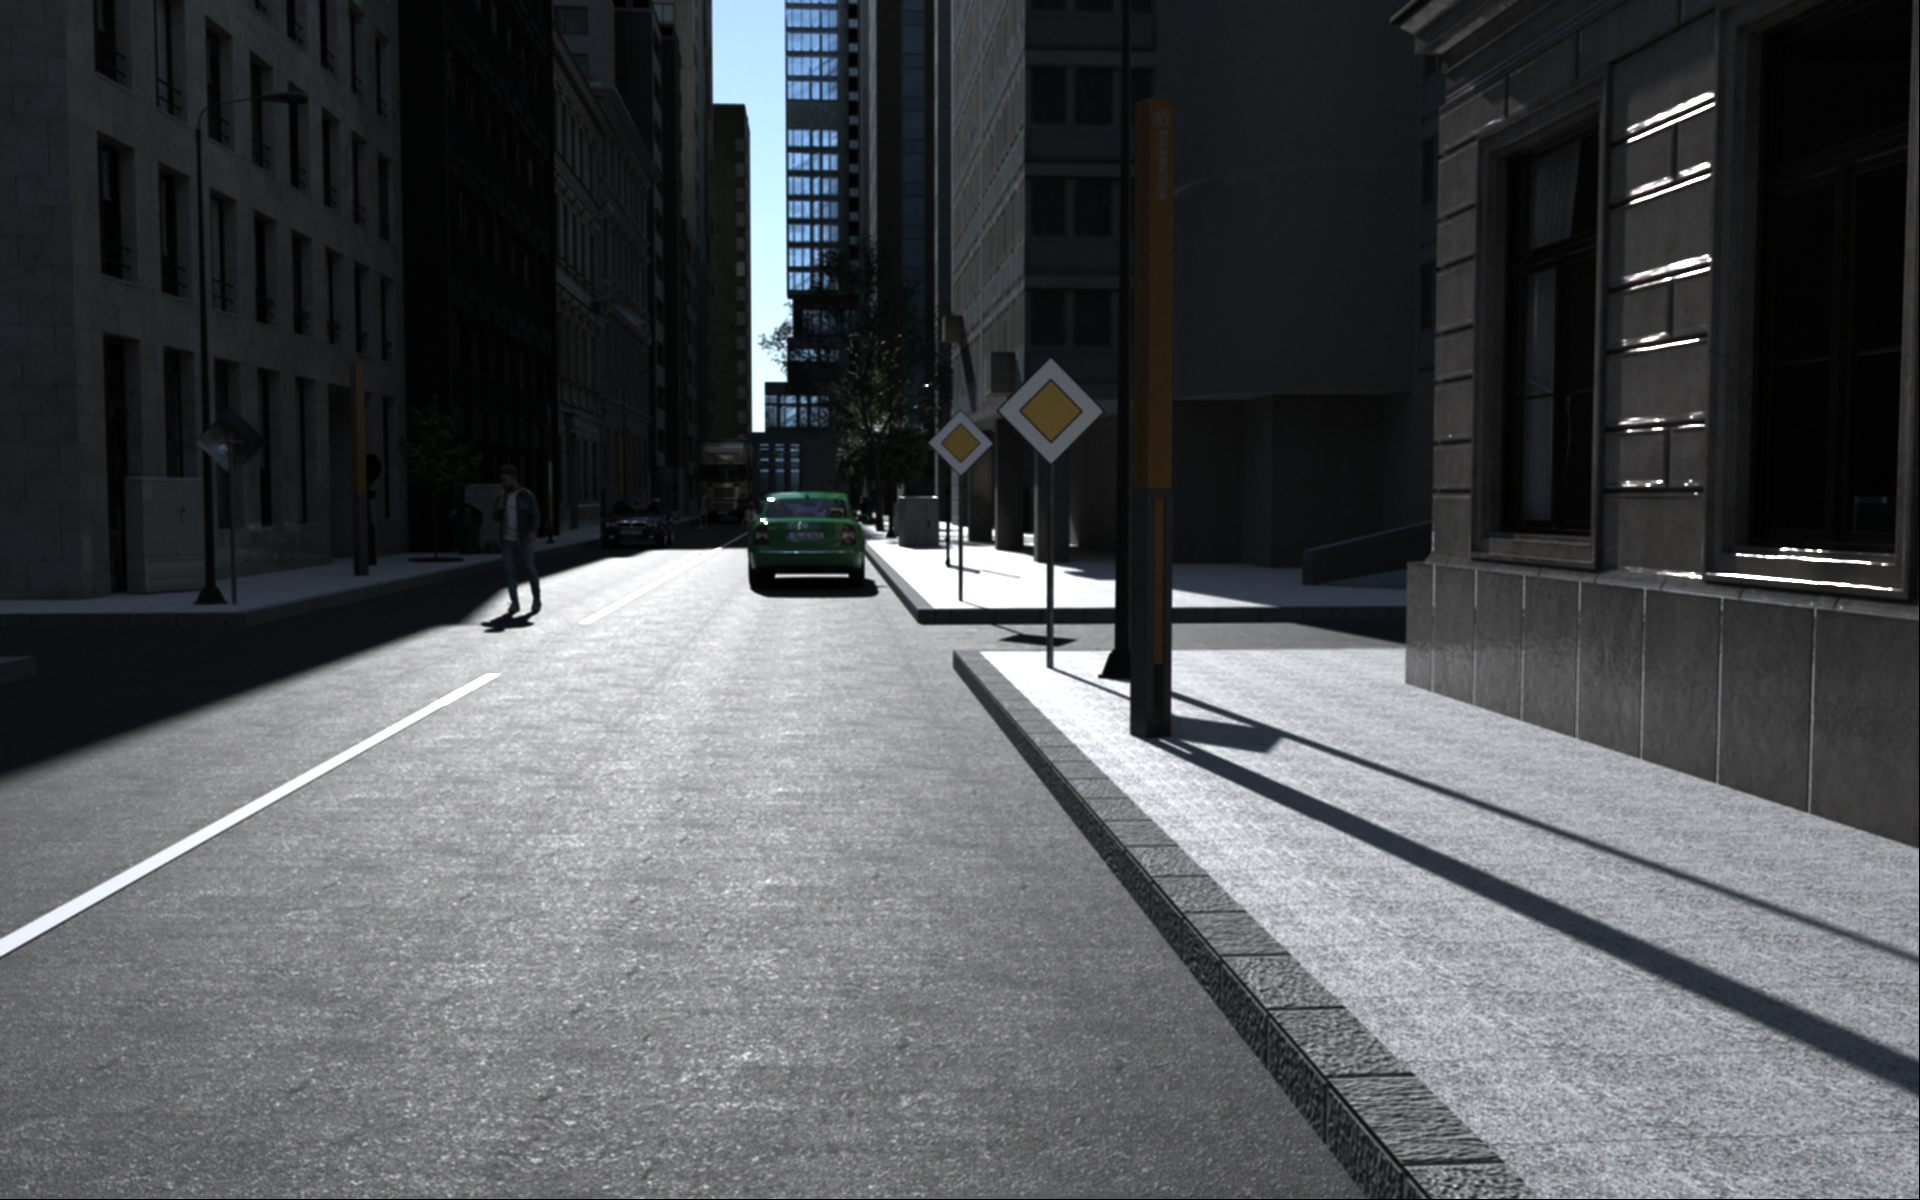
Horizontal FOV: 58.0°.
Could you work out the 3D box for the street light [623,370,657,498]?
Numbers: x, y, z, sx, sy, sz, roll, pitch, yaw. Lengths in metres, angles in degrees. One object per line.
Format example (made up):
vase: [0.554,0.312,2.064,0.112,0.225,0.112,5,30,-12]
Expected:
street light: [-12.024,-5.648,64.878,1.470,5.913,1.316,0,4,-5]

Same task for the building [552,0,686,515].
building: [-23.770,-20.145,101.068,14.160,30.474,14.107,0,4,-5]

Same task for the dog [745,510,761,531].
dog: [-8.160,-3.088,67.320,0.800,0.831,0.513,1,4,9]

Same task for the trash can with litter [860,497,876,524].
trash can with litter: [-3.813,-3.834,74.073,0.624,1.170,1.055,-3,5,-39]

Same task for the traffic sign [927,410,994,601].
traffic sign: [0.006,-1.043,20.696,0.795,2.450,0.064,0,4,-5]

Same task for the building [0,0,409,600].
building: [-16.499,-10.618,28.356,10.420,20.320,16.860,0,4,-5]

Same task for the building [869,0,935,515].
building: [1.365,-28.133,110.086,14.600,45.320,14.200,0,4,-5]

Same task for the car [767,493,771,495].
car: [-15.846,-8.427,147.374,1.945,1.707,3.694,0,4,-4]

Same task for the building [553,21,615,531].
building: [-18.764,-12.082,62.165,10.561,19.102,19.286,0,4,-5]

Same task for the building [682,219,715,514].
building: [-32.126,-16.951,122.190,27.650,21.520,28.899,0,4,-5]

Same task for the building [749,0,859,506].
building: [-7.301,-53.647,189.800,31.000,86.520,22.319,0,4,-5]

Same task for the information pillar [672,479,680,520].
information pillar: [-13.857,-4.890,84.447,0.304,2.012,0.304,0,4,5]

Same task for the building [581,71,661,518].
building: [-20.897,-15.044,82.132,11.583,22.565,21.152,0,4,-5]

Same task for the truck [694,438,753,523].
truck: [-11.984,-6.122,89.011,2.839,4.237,11.283,0,4,-6]

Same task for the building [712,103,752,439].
building: [-29.373,-30.639,184.548,14.086,41.232,14.154,0,4,-5]

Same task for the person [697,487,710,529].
person: [-10.503,-3.763,71.033,0.522,1.701,0.512,0,4,4]

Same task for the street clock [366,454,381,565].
street clock: [-10.671,-1.629,31.210,0.358,2.002,0.471,2,4,30]

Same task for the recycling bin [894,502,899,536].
recycling bin: [-1.627,-2.467,52.887,0.722,1.027,0.722,0,4,6]

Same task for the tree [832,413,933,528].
tree: [-2.558,-5.081,66.782,4.285,4.588,4.351,0,3,0]

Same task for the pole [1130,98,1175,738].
pole: [1.012,-0.933,9.105,0.158,3.312,0.155,0,3,0]

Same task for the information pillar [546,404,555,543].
information pillar: [-10.670,-3.284,45.040,0.183,3.616,0.504,-1,4,-17]

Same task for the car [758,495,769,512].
car: [-15.280,-7.813,140.109,2.083,1.381,4.827,0,4,-5]

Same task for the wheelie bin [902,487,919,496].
wheelie bin: [-2.376,-4.581,82.807,0.980,1.594,0.693,-3,5,-39]

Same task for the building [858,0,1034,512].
building: [1.322,-37.569,156.256,21.231,58.520,28.212,0,4,-5]

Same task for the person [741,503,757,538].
person: [-5.429,-1.905,44.654,0.505,1.210,0.382,1,4,17]

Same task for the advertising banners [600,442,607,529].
advertising banners: [-12.264,-3.877,59.575,0.090,3.025,2.074,-1,4,-16]

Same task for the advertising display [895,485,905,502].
advertising display: [-3.247,-5.399,93.491,0.123,1.923,0.974,2,4,24]

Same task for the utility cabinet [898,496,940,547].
utility cabinet: [-0.997,-1.911,42.404,1.020,1.237,0.306,-2,4,-35]

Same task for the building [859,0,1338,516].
building: [8.672,-26.794,129.967,32.217,40.220,23.993,0,4,-5]

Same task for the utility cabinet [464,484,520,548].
utility cabinet: [-10.343,-1.814,38.331,1.173,1.500,0.318,0,4,7]

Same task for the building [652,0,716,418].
building: [-35.588,-34.487,153.098,27.495,52.752,28.713,0,4,-5]

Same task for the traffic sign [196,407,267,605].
traffic sign: [-8.412,-1.002,20.025,0.795,2.450,0.064,0,4,-5]

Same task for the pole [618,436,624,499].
pole: [-11.868,-4.086,60.653,0.158,3.312,0.155,0,3,0]

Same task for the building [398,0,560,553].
building: [-17.867,-13.140,44.522,12.332,23.373,15.834,0,4,-5]

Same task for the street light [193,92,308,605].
street light: [-8.224,-2.910,20.116,1.470,5.913,1.316,0,4,-5]

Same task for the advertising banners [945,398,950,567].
advertising banners: [-0.212,-2.144,31.240,0.090,3.025,2.074,0,4,0]

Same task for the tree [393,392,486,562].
tree: [-9.899,-2.354,33.084,1.663,3.219,1.824,0,3,0]

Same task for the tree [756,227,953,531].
tree: [-2.783,-7.683,60.034,8.767,10.594,7.601,0,4,-7]

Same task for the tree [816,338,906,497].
tree: [-4.490,-7.928,79.987,4.360,8.622,3.978,0,3,0]

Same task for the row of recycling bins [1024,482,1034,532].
row of recycling bins: [2.828,-3.195,59.350,1.069,1.692,3.534,3,4,38]

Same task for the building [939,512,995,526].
building: [9.273,-33.011,81.735,21.231,58.520,28.212,0,4,-5]

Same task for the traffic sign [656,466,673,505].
traffic sign: [-13.266,-4.747,77.715,0.768,2.556,0.104,0,4,-1]

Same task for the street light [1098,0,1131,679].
street light: [0.602,-2.409,11.935,1.470,5.913,1.316,0,4,-5]

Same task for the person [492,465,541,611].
person: [-5.435,-0.757,21.224,0.623,1.781,0.721,0,4,-3]

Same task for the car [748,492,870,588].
car: [-2.429,-1.172,27.956,1.959,1.807,4.718,0,4,-3]

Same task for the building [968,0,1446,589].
building: [12.142,-21.159,37.836,23.993,40.220,32.217,0,4,-5]

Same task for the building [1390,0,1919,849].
building: [8.452,-8.433,2.512,10.561,19.102,19.286,0,4,-5]

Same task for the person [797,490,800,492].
person: [-10.754,-6.527,116.016,0.445,1.727,0.742,3,5,41]

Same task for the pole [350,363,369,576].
pole: [-9.425,-2.038,27.164,0.158,3.312,0.155,0,3,0]

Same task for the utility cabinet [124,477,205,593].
utility cabinet: [-10.334,-0.854,22.649,0.318,1.500,1.173,1,4,18]

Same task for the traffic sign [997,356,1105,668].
traffic sign: [0.662,-0.556,12.738,0.795,2.450,0.064,0,4,-5]

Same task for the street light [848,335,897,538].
street light: [-2.572,-4.784,50.765,1.470,5.913,1.316,0,4,-5]

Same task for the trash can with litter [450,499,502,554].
trash can with litter: [-10.332,-1.574,37.128,1.055,1.170,0.624,-3,5,-40]

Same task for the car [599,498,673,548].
car: [-8.832,-2.134,47.467,1.945,1.354,3.894,0,4,-5]
